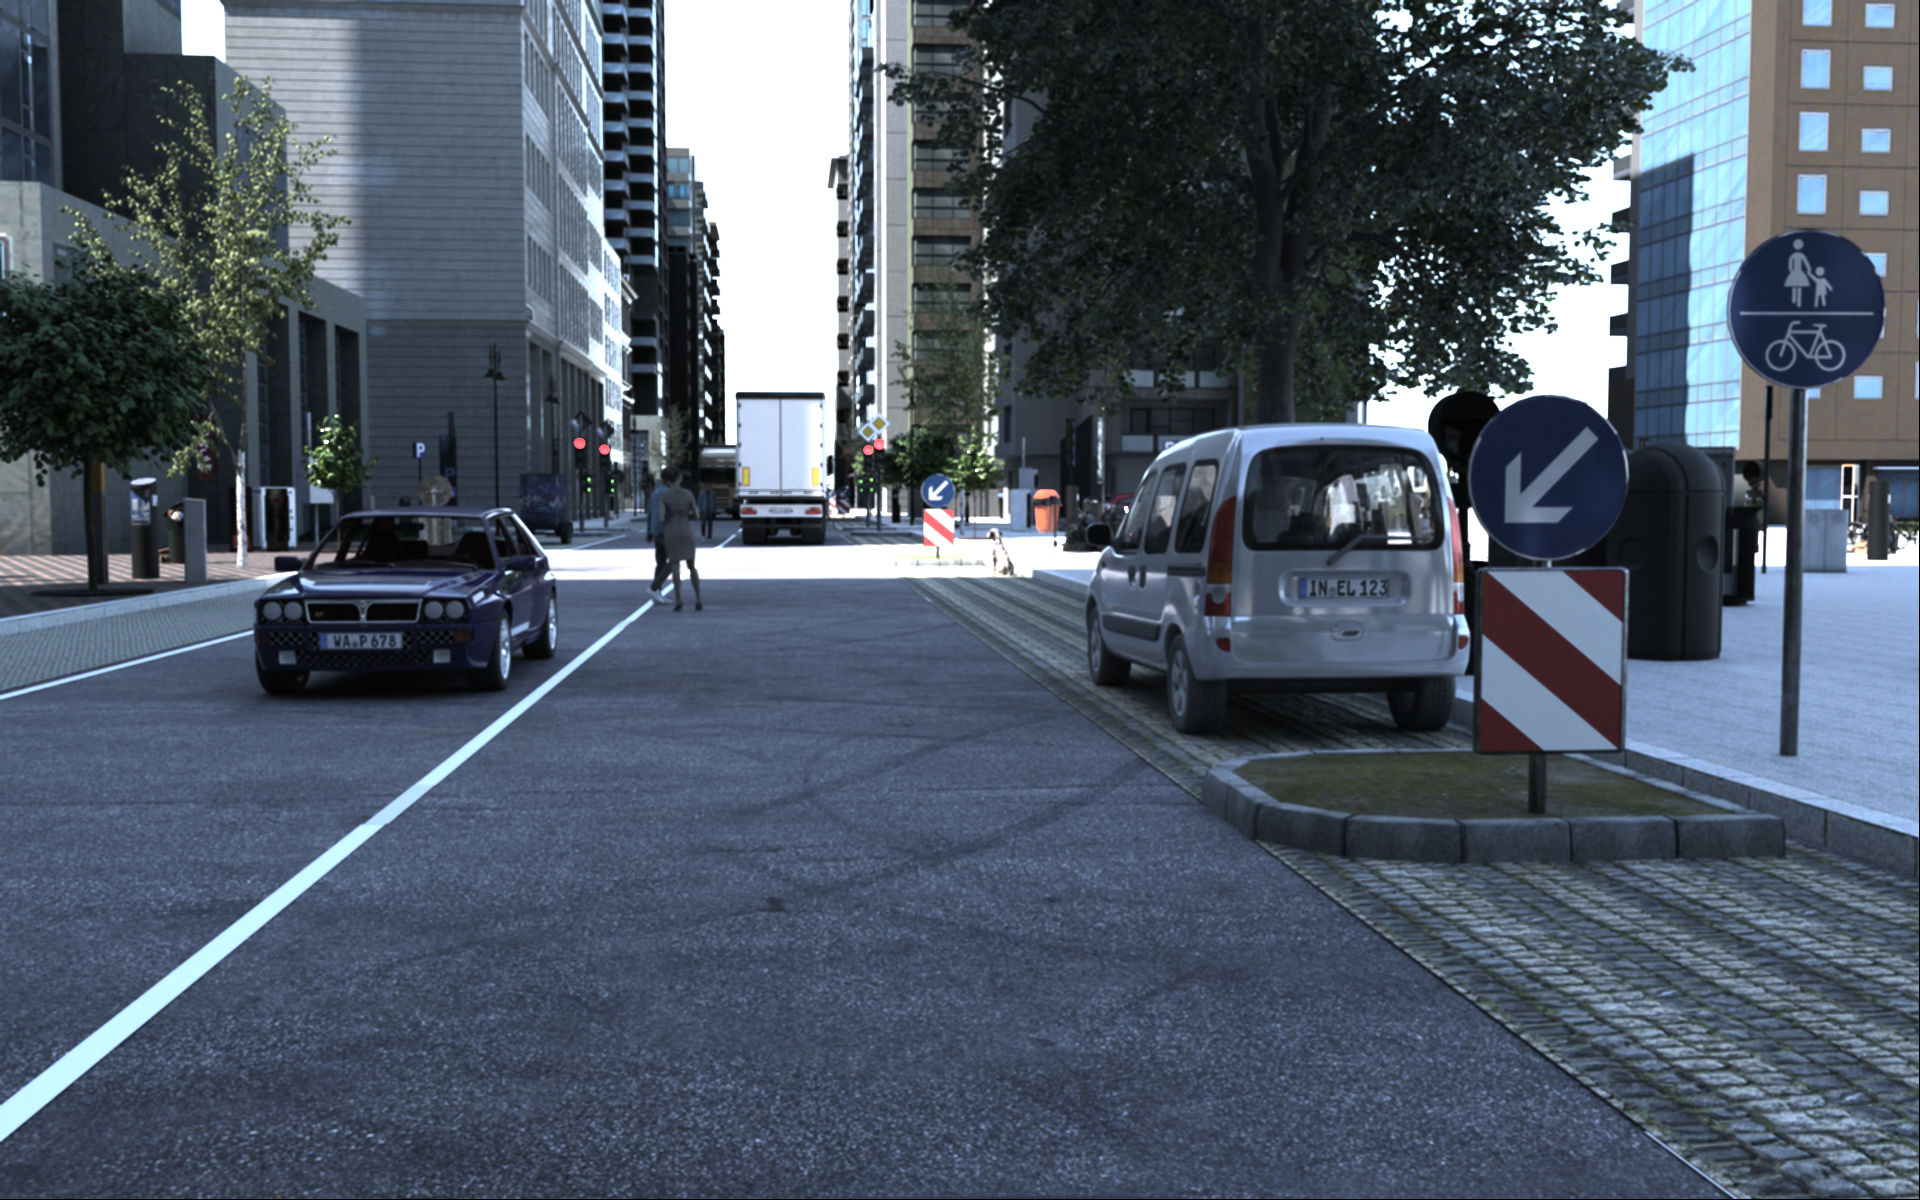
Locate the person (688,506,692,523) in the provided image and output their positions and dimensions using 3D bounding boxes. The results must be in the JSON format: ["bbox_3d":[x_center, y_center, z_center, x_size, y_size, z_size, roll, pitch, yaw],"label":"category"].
[{"bbox_3d":[-13.258,-4.519,84.987,0.503,1.515,0.523,2,4,35],"label":"person"}]

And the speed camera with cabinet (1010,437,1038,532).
[{"bbox_3d":[2.225,-4.009,59.881,0.660,3.252,2.038,1,4,14],"label":"speed camera with cabinet"}]

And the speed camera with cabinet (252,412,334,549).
[{"bbox_3d":[-15.953,-2.868,41.231,0.660,3.252,2.038,2,4,33],"label":"speed camera with cabinet"}]

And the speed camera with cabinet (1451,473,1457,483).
[{"bbox_3d":[24.640,-5.667,86.984,0.660,3.252,2.038,1,4,19],"label":"speed camera with cabinet"}]

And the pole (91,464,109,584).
[{"bbox_3d":[-12.295,-1.887,24.690,0.158,3.312,0.155,0,3,0],"label":"pole"}]

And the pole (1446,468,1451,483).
[{"bbox_3d":[21.775,-5.099,77.208,0.158,3.312,0.155,0,3,0],"label":"pole"}]

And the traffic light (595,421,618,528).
[{"bbox_3d":[-13.554,-4.735,66.330,0.839,4.253,0.868,0,4,-6],"label":"traffic light"}]

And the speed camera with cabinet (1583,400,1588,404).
[{"bbox_3d":[12.473,-2.581,36.535,2.038,3.252,0.660,1,4,11],"label":"speed camera with cabinet"}]

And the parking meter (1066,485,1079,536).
[{"bbox_3d":[3.191,-2.498,49.252,0.372,1.533,0.369,0,3,0],"label":"parking meter"}]

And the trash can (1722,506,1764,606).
[{"bbox_3d":[8.866,-0.512,20.025,0.748,1.137,0.748,0,3,0],"label":"trash can"}]

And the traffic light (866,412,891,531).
[{"bbox_3d":[-2.793,-4.311,59.401,0.839,4.253,0.868,0,4,-6],"label":"traffic light"}]

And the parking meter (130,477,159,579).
[{"bbox_3d":[-12.370,-1.092,26.271,0.372,1.533,0.369,0,3,0],"label":"parking meter"}]

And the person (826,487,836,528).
[{"bbox_3d":[-5.436,-3.770,70.893,0.466,1.731,0.760,3,5,43],"label":"person"}]

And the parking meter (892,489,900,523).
[{"bbox_3d":[-2.861,-4.232,77.598,0.372,1.533,0.369,0,3,0],"label":"parking meter"}]

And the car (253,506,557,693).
[{"bbox_3d":[-4.281,-0.072,13.761,1.945,1.354,3.894,0,4,-5],"label":"car"}]

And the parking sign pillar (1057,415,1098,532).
[{"bbox_3d":[4.076,-4.341,59.450,1.447,3.967,1.447,3,5,40],"label":"parking sign pillar"}]

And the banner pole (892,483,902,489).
[{"bbox_3d":[-4.233,-7.620,114.596,0.863,3.779,0.401,-1,4,-21],"label":"banner pole"}]

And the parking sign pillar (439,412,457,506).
[{"bbox_3d":[-16.570,-4.138,56.133,1.447,3.967,1.447,-1,4,-20],"label":"parking sign pillar"}]

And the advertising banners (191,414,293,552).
[{"bbox_3d":[-15.874,-2.573,38.259,2.074,3.025,0.090,-1,4,-12],"label":"advertising banners"}]

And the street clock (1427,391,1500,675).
[{"bbox_3d":[3.568,-0.472,12.286,0.471,2.002,0.358,0,4,-4],"label":"street clock"}]

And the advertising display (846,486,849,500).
[{"bbox_3d":[-8.965,-8.133,138.184,0.123,1.923,0.974,-1,4,-14],"label":"advertising display"}]

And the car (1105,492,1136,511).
[{"bbox_3d":[7.278,-3.437,65.232,4.494,1.783,2.155,0,4,-6],"label":"car"}]

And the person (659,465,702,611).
[{"bbox_3d":[-3.430,-0.757,21.217,0.599,1.781,0.374,-2,4,-27],"label":"person"}]

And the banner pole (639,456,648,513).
[{"bbox_3d":[-20.972,-7.626,114.700,0.863,3.779,0.401,2,4,28],"label":"banner pole"}]

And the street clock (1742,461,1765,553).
[{"bbox_3d":[17.174,-2.012,37.464,0.358,2.002,0.471,-2,4,-26],"label":"street clock"}]

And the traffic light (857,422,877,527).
[{"bbox_3d":[-3.594,-4.797,67.346,0.839,4.253,0.868,0,4,-6],"label":"traffic light"}]

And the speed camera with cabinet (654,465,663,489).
[{"bbox_3d":[-20.837,-7.660,119.581,0.660,3.252,2.038,-1,4,-10],"label":"speed camera with cabinet"}]

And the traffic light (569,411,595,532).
[{"bbox_3d":[-12.753,-4.249,58.385,0.839,4.253,0.868,0,4,-6],"label":"traffic light"}]

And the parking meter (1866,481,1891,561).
[{"bbox_3d":[17.715,-1.528,33.398,0.372,1.533,0.369,0,3,0],"label":"parking meter"}]

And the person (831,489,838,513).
[{"bbox_3d":[-8.867,-6.949,122.391,0.850,1.792,0.678,-1,4,-10],"label":"person"}]

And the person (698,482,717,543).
[{"bbox_3d":[-7.474,-2.592,51.229,0.601,1.785,0.444,-1,4,-16],"label":"person"}]

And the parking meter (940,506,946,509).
[{"bbox_3d":[-0.744,-3.971,73.331,0.372,1.533,0.369,0,3,0],"label":"parking meter"}]

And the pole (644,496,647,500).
[{"bbox_3d":[-23.220,-8.207,128.024,0.158,3.312,0.155,0,3,0],"label":"pole"}]

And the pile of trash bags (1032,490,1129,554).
[{"bbox_3d":[2.975,-1.723,37.931,3.447,1.369,1.912,-3,4,-39],"label":"pile of trash bags"}]

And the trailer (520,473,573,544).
[{"bbox_3d":[-11.801,-2.554,48.808,1.471,1.999,3.904,0,4,-7],"label":"trailer"}]

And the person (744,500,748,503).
[{"bbox_3d":[-17.488,-8.090,140.867,0.778,1.811,0.616,-3,4,-37],"label":"person"}]

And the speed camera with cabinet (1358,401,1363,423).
[{"bbox_3d":[8.421,-2.658,37.793,0.660,3.252,2.038,0,4,4],"label":"speed camera with cabinet"}]

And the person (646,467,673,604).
[{"bbox_3d":[-3.887,-0.837,22.532,0.444,1.785,0.601,-1,4,-22],"label":"person"}]

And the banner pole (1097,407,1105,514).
[{"bbox_3d":[4.066,-3.660,49.853,0.401,3.779,0.863,1,4,21],"label":"banner pole"}]

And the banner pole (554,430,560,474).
[{"bbox_3d":[-15.896,-4.788,68.296,0.401,3.779,0.863,-3,4,-36],"label":"banner pole"}]
